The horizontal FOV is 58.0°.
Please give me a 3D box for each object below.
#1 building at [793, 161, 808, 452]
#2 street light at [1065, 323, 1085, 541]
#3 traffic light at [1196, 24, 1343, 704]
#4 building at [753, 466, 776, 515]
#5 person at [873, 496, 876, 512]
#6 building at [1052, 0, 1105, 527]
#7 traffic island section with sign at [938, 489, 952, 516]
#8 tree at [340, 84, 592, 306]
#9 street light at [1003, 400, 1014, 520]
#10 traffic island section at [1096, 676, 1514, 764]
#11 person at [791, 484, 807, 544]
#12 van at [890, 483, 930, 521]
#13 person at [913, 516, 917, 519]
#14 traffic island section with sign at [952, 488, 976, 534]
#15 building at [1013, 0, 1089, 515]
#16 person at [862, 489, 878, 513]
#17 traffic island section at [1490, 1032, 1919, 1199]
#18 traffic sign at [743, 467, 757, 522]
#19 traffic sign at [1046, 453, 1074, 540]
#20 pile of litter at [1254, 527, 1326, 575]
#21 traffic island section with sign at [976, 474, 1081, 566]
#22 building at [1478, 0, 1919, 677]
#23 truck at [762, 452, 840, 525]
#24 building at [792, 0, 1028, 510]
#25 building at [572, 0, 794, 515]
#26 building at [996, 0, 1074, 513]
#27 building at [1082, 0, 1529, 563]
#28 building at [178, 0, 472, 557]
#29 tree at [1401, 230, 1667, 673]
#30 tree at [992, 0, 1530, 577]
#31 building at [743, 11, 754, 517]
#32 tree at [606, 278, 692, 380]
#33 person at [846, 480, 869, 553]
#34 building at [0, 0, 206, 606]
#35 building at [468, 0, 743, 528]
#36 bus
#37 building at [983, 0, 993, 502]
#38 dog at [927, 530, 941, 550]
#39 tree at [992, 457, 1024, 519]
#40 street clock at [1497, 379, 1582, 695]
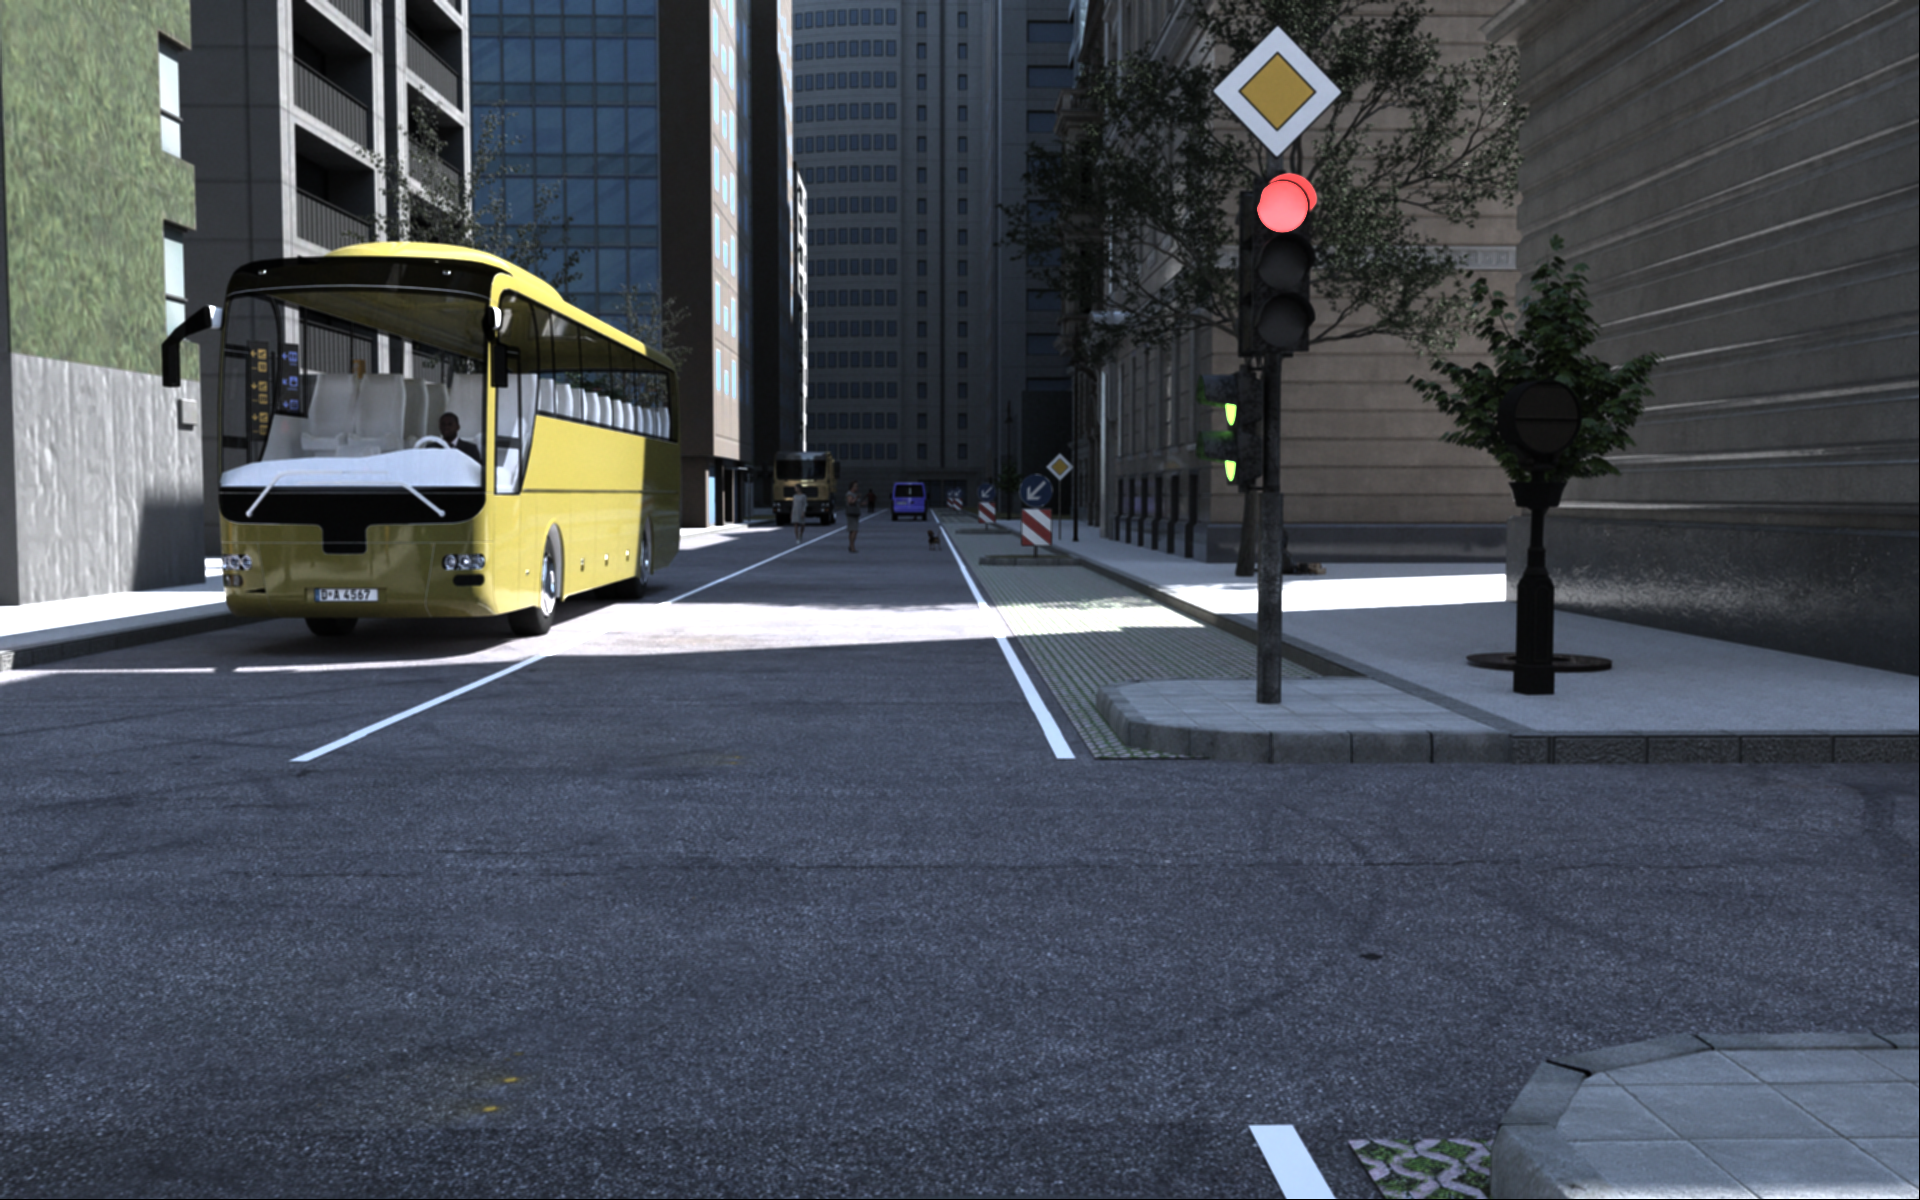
[{"bbox_3d":[-20.654,-23.316,152.914,14.107,30.474,14.160,0,4,-1],"label":"building"},{"bbox_3d":[3.144,-4.535,46.930,0.468,5.910,1.993,0,4,-1],"label":"street light"},{"bbox_3d":[1.882,-1.322,10.543,0.839,4.253,0.868,0,4,-1],"label":"traffic light"},{"bbox_3d":[-27.208,-25.618,110.743,32.217,40.220,23.993,0,4,-1],"label":"building"},{"bbox_3d":[-7.089,-7.905,141.009,0.557,1.426,1.065,2,4,34],"label":"person"},{"bbox_3d":[11.010,-15.260,68.578,14.460,24.649,34.723,0,4,-1],"label":"building"},{"bbox_3d":[-0.275,-6.391,113.119,1.989,1.847,2.006,0,4,-1],"label":"traffic island section with sign"},{"bbox_3d":[-9.166,-5.005,32.188,4.360,8.622,3.978,0,3,0],"label":"tree"},{"bbox_3d":[2.395,-6.864,85.018,0.468,5.910,1.993,0,4,-1],"label":"street light"},{"bbox_3d":[1.922,0.711,10.658,2.009,0.180,2.903,0,4,-1],"label":"traffic island section"},{"bbox_3d":[-4.674,-2.501,50.134,0.466,1.731,0.760,-1,4,-10],"label":"person"},{"bbox_3d":[-2.735,-5.481,93.994,2.240,2.365,5.245,0,4,-1],"label":"van"},{"bbox_3d":[-2.632,-5.252,97.608,0.697,1.427,0.421,1,4,20],"label":"person"},{"bbox_3d":[0.830,-3.277,62.200,1.989,1.847,2.006,0,4,-1],"label":"traffic island section with sign"},{"bbox_3d":[15.107,-48.208,100.865,22.319,86.520,31.000,0,4,-1],"label":"building"},{"bbox_3d":[-6.831,-7.554,131.950,1.348,1.831,0.705,-2,4,-28],"label":"person"},{"bbox_3d":[2.093,1.199,2.675,2.009,0.180,2.903,0,4,-1],"label":"traffic island section"},{"bbox_3d":[-9.850,-4.939,80.855,0.768,2.556,0.104,1,4,8],"label":"traffic sign"},{"bbox_3d":[2.790,-2.888,48.396,0.795,2.450,0.064,0,4,4],"label":"traffic sign"},{"bbox_3d":[5.326,-0.871,28.203,1.176,0.858,1.719,0,4,-2],"label":"pile of litter"},{"bbox_3d":[1.393,-1.628,35.251,1.989,1.847,2.006,0,4,-1],"label":"traffic island section with sign"},{"bbox_3d":[15.890,-11.415,15.521,19.941,23.489,11.050,0,4,-1],"label":"building"},{"bbox_3d":[-7.232,-5.213,81.162,3.469,3.379,9.791,0,4,-2],"label":"truck"},{"bbox_3d":[-7.950,-38.991,179.501,28.212,58.520,21.231,0,4,-1],"label":"building"},{"bbox_3d":[-19.953,-29.341,129.835,14.600,45.320,14.200,0,4,-1],"label":"building"},{"bbox_3d":[12.974,-36.050,131.412,21.231,58.520,28.212,0,4,-1],"label":"building"},{"bbox_3d":[10.579,-15.606,41.070,13.634,28.700,20.117,0,4,-1],"label":"building"},{"bbox_3d":[-21.952,-37.018,43.491,20.563,71.187,20.611,0,4,-1],"label":"building"},{"bbox_3d":[4.400,-1.109,12.742,1.663,3.219,1.824,0,3,0],"label":"tree"},{"bbox_3d":[4.564,-5.626,26.402,8.767,10.594,7.601,-2,4,-23],"label":"tree"},{"bbox_3d":[-18.803,-19.602,92.201,14.160,30.474,14.107,0,4,-1],"label":"building"},{"bbox_3d":[-11.084,-6.628,58.733,4.360,8.622,3.978,0,3,0],"label":"tree"},{"bbox_3d":[-2.563,-2.057,42.495,0.532,1.782,0.716,1,4,16],"label":"person"},{"bbox_3d":[-17.736,-20.374,16.708,14.154,41.232,14.086,0,4,-1],"label":"building"},{"bbox_3d":[-16.160,-25.667,69.768,14.600,45.320,14.200,0,4,-1],"label":"building"},{"bbox_3d":[-5.451,-1.788,20.779,2.896,3.916,12.252,0,4,-1],"label":"bus"},{"bbox_3d":[9.448,-30.782,153.398,14.600,45.320,14.200,0,4,-1],"label":"building"},{"bbox_3d":[-0.669,-1.526,44.242,0.540,0.507,0.406,2,4,26],"label":"dog"},{"bbox_3d":[2.445,-5.739,88.431,1.663,3.219,1.824,0,3,0],"label":"tree"},{"bbox_3d":[3.695,-0.399,11.096,0.471,2.002,0.358,-1,4,-10],"label":"street clock"}]
